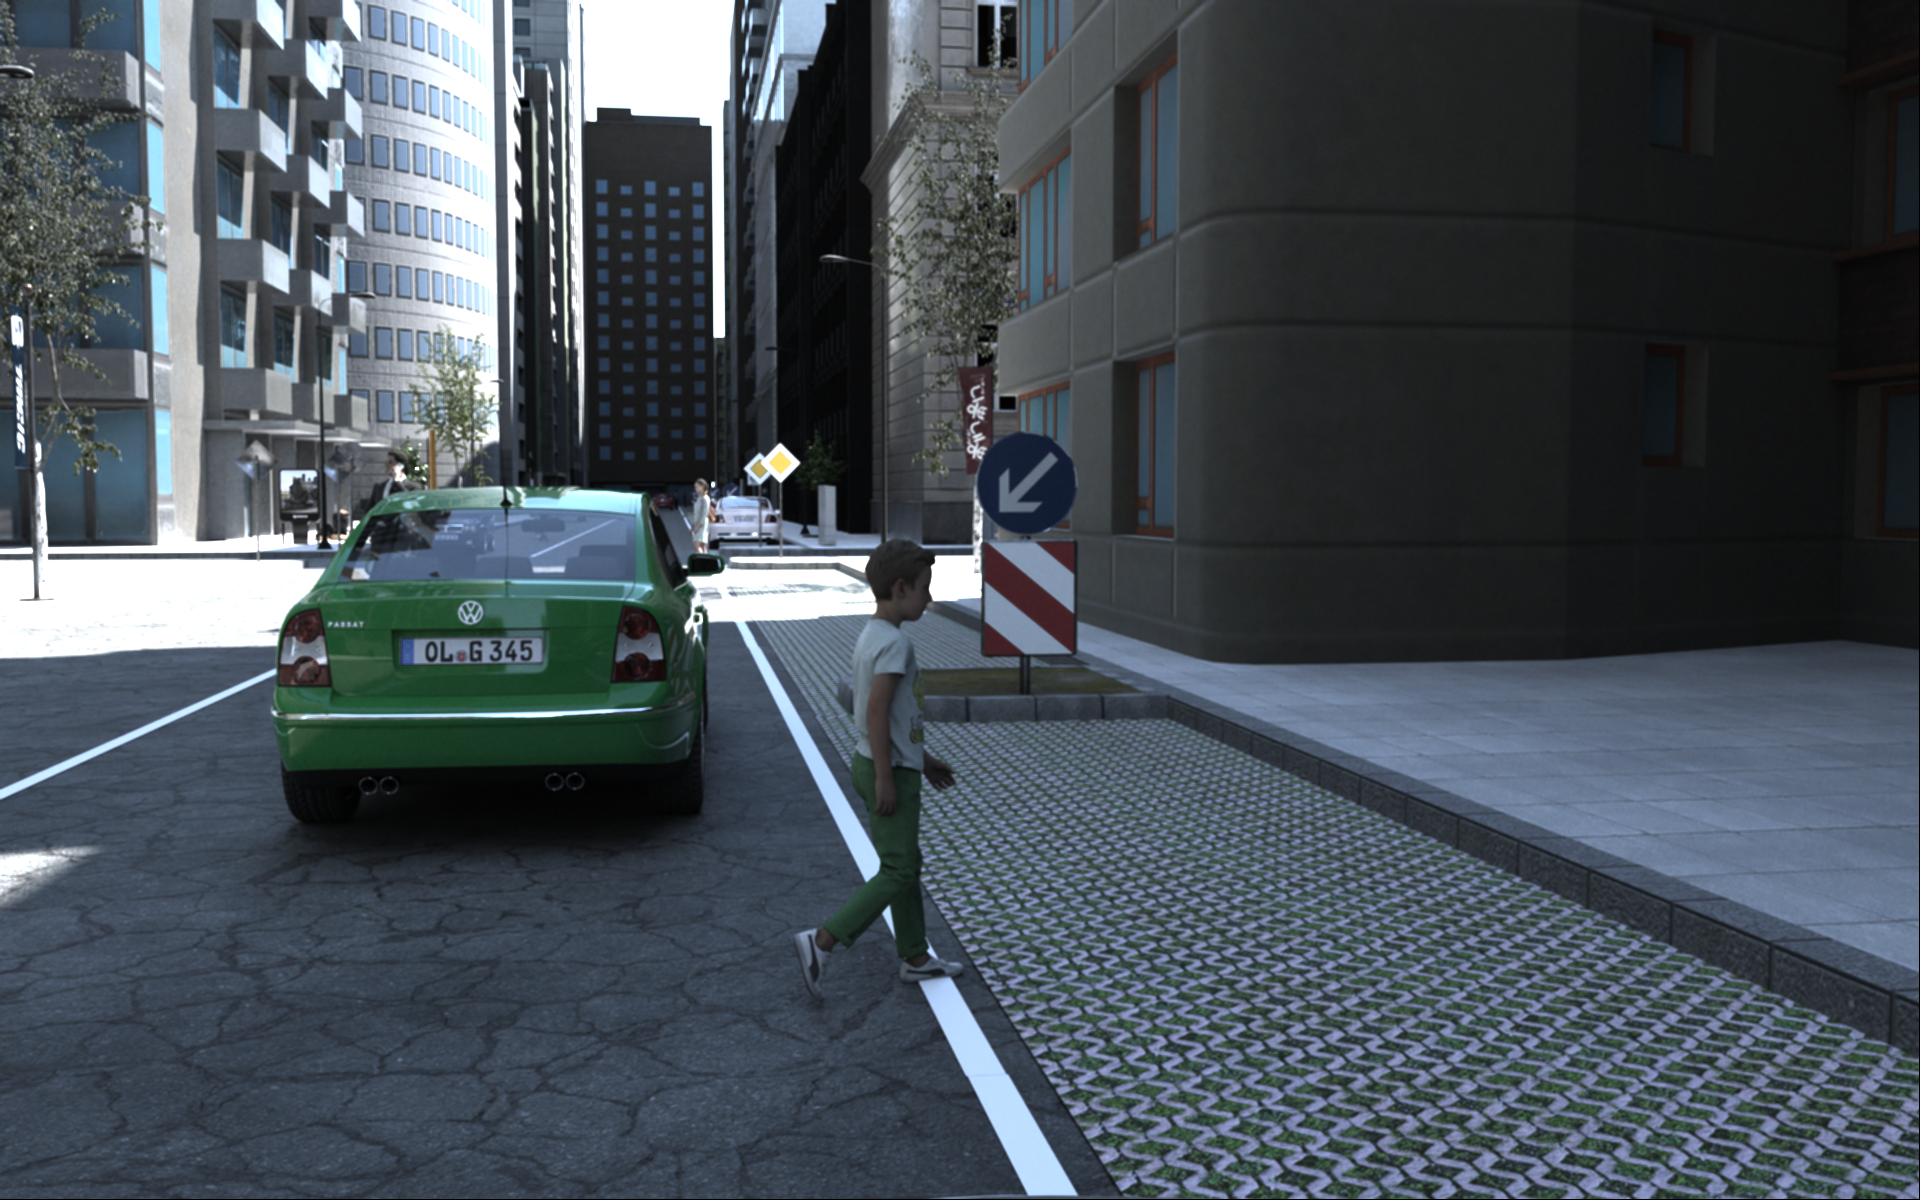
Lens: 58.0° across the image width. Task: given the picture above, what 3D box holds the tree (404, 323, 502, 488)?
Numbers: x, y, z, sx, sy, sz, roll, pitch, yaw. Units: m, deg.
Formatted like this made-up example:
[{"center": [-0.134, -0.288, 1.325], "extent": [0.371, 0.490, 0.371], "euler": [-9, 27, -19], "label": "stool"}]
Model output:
[{"center": [-21.440, -7.558, 73.929], "extent": [4.737, 8.622, 4.395], "euler": [0, 3, 0], "label": "tree"}]

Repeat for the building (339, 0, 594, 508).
[{"center": [-58.046, -40.566, 205.259], "extent": [28.212, 58.520, 21.231], "euler": [-1, 4, -9], "label": "building"}]

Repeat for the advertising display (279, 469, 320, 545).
[{"center": [-16.797, -2.377, 44.071], "extent": [0.974, 1.923, 0.123], "euler": [0, 4, -7], "label": "advertising display"}]

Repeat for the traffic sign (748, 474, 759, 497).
[{"center": [-9.923, -4.969, 83.376], "extent": [0.606, 2.300, 0.079], "euler": [0, 4, -5], "label": "traffic sign"}]

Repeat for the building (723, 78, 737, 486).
[{"center": [-15.547, -29.750, 170.012], "extent": [14.154, 41.232, 14.086], "euler": [-1, 4, -9], "label": "building"}]

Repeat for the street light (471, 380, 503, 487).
[{"center": [-19.239, -5.984, 70.376], "extent": [1.470, 5.913, 1.316], "euler": [-1, 4, -9], "label": "street light"}]

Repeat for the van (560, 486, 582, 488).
[{"center": [-20.288, -5.053, 89.628], "extent": [2.013, 2.044, 4.112], "euler": [-1, 4, -8], "label": "van"}]

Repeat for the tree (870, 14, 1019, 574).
[{"center": [0.414, -4.731, 27.711], "extent": [4.360, 8.622, 3.978], "euler": [0, 3, 0], "label": "tree"}]

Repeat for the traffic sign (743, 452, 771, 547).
[{"center": [-4.809, -2.324, 41.647], "extent": [0.795, 2.450, 0.064], "euler": [-1, 4, -9], "label": "traffic sign"}]

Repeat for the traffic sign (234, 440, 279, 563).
[{"center": [-13.066, -1.747, 32.206], "extent": [0.795, 2.450, 0.064], "euler": [-1, 4, -9], "label": "traffic sign"}]

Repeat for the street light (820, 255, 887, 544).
[{"center": [-2.033, -3.757, 33.964], "extent": [1.470, 5.913, 1.316], "euler": [-1, 4, -9], "label": "street light"}]

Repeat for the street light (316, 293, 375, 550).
[{"center": [-14.191, -4.129, 40.050], "extent": [1.470, 5.913, 1.316], "euler": [-1, 4, -9], "label": "street light"}]

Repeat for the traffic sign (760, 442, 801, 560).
[{"center": [-3.499, -1.843, 33.770], "extent": [0.795, 2.450, 0.064], "euler": [-1, 4, -9], "label": "traffic sign"}]

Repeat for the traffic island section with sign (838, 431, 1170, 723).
[{"center": [0.199, -0.191, 11.755], "extent": [1.989, 1.847, 2.006], "euler": [-1, 4, -9], "label": "traffic island section with sign"}]

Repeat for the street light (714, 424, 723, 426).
[{"center": [-15.678, -8.736, 115.367], "extent": [1.470, 5.913, 1.316], "euler": [-1, 4, -9], "label": "street light"}]

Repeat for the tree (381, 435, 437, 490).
[{"center": [-18.038, -3.814, 56.958], "extent": [1.663, 3.219, 1.824], "euler": [0, 3, 0], "label": "tree"}]

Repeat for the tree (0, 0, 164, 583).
[{"center": [-13.266, -4.533, 24.474], "extent": [4.360, 8.622, 3.978], "euler": [0, 3, 0], "label": "tree"}]

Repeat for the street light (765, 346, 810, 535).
[{"center": [-5.453, -5.026, 54.722], "extent": [1.470, 5.913, 1.316], "euler": [-1, 4, -9], "label": "street light"}]

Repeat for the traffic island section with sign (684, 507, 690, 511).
[{"center": [-21.527, -8.182, 142.399], "extent": [1.989, 1.847, 2.006], "euler": [-1, 4, -9], "label": "traffic island section with sign"}]

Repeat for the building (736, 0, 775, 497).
[{"center": [-5.287, -31.489, 134.457], "extent": [23.786, 49.044, 30.456], "euler": [-1, 4, -9], "label": "building"}]

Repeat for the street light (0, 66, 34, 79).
[{"center": [-10.757, -2.834, 18.880], "extent": [1.470, 5.913, 1.316], "euler": [-1, 4, -9], "label": "street light"}]

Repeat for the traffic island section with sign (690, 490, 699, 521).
[{"center": [-13.339, -5.169, 93.141], "extent": [1.989, 1.847, 2.006], "euler": [-1, 4, -9], "label": "traffic island section with sign"}]

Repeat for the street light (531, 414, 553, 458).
[{"center": [-24.404, -7.861, 101.072], "extent": [1.470, 5.913, 1.316], "euler": [-1, 4, -9], "label": "street light"}]

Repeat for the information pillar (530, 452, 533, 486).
[{"center": [-23.690, -6.387, 95.775], "extent": [0.183, 3.616, 0.504], "euler": [-2, 4, -24], "label": "information pillar"}]

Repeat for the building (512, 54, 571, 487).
[{"center": [-43.122, -28.945, 156.845], "extent": [14.154, 41.232, 14.086], "euler": [-1, 4, -9], "label": "building"}]

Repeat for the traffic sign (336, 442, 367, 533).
[{"center": [-14.840, -2.575, 42.211], "extent": [0.768, 2.556, 0.104], "euler": [0, 4, -3], "label": "traffic sign"}]

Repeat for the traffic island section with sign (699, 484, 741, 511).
[{"center": [-8.870, -3.531, 66.358], "extent": [1.989, 1.847, 2.006], "euler": [-1, 4, -9], "label": "traffic island section with sign"}]

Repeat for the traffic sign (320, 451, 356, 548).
[{"center": [-14.376, -2.229, 40.083], "extent": [0.795, 2.450, 0.064], "euler": [-1, 4, -9], "label": "traffic sign"}]

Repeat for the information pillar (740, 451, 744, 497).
[{"center": [-11.933, -6.332, 94.875], "extent": [0.183, 3.616, 0.504], "euler": [1, 4, 10], "label": "information pillar"}]

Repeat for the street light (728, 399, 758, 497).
[{"center": [-10.543, -6.893, 85.247], "extent": [1.470, 5.913, 1.316], "euler": [-1, 4, -9], "label": "street light"}]

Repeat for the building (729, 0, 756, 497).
[{"center": [-13.420, -30.930, 155.815], "extent": [14.600, 45.320, 14.200], "euler": [-1, 4, -9], "label": "building"}]

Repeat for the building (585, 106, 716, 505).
[{"center": [-36.338, -33.901, 204.387], "extent": [14.200, 45.320, 14.600], "euler": [-1, 4, -9], "label": "building"}]

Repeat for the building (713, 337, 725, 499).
[{"center": [-15.893, -22.680, 215.849], "extent": [28.899, 21.520, 27.650], "euler": [-1, 4, -9], "label": "building"}]

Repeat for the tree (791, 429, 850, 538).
[{"center": [-4.330, -3.482, 51.529], "extent": [1.663, 3.219, 1.824], "euler": [0, 3, 0], "label": "tree"}]
